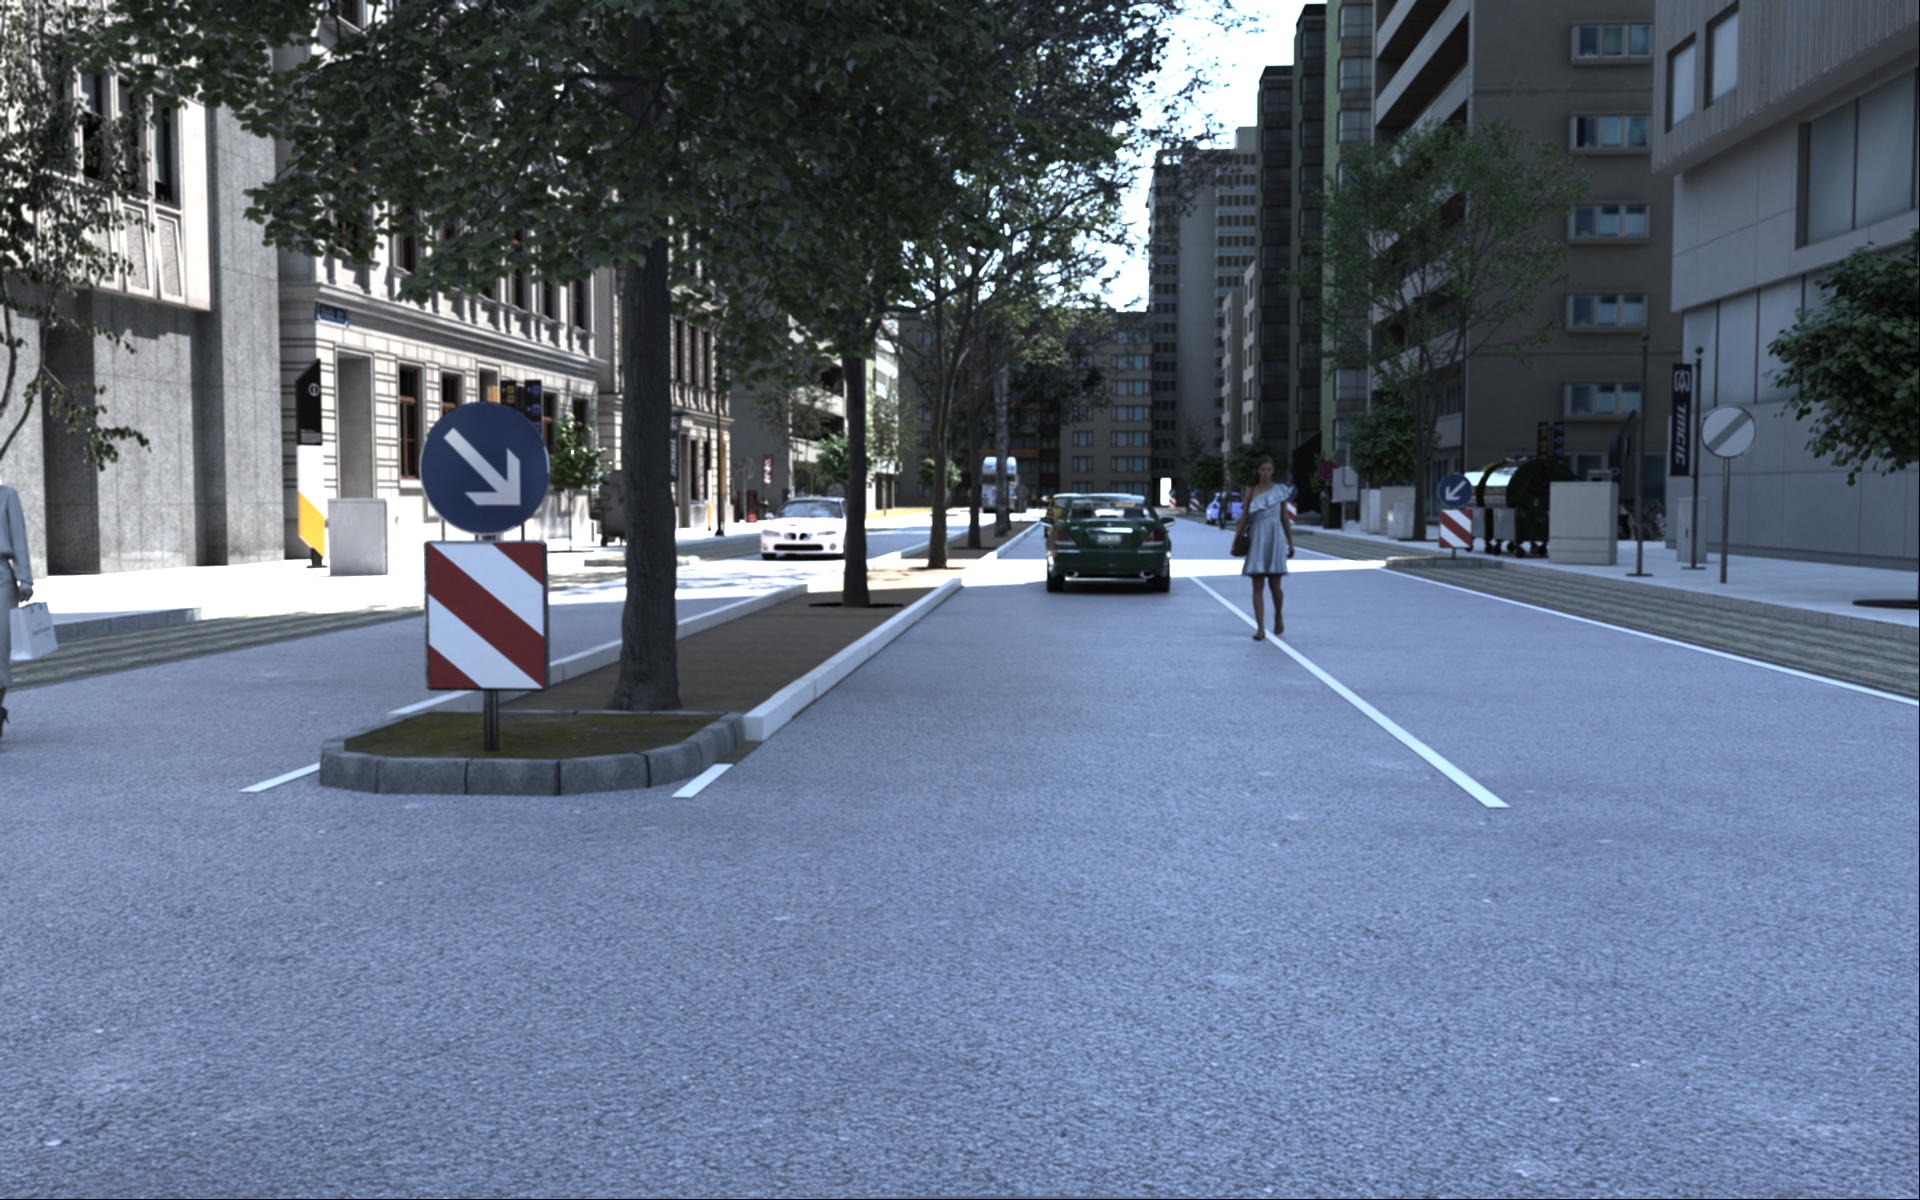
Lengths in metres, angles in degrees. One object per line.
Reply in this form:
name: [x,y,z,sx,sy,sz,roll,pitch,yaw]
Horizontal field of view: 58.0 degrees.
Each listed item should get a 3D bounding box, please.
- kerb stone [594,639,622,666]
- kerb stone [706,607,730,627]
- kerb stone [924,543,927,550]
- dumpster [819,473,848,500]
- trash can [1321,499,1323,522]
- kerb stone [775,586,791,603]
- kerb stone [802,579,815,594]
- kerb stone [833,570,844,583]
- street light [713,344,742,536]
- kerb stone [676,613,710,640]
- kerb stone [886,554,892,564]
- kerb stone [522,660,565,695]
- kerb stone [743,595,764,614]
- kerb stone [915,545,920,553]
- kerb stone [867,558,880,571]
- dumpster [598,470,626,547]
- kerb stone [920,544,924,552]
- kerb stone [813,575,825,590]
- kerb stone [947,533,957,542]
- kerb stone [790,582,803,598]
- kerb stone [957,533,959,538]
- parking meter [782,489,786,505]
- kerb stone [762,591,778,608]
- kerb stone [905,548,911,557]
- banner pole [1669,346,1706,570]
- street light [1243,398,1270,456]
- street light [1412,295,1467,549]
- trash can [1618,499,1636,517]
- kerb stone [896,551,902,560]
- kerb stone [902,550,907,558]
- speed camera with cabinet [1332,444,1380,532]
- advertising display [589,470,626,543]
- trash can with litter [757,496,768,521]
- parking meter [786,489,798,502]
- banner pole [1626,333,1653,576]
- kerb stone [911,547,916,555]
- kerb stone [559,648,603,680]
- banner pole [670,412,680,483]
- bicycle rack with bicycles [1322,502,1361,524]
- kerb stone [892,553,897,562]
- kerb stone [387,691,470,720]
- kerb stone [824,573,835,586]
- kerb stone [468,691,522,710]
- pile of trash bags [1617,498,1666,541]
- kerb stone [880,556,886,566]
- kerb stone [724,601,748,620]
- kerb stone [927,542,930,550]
kerb stone: [-2.977,0.455,14.753,0.120,0.150,1.000,0,4,4]
kerb stone: [-2.696,0.210,18.838,0.120,0.150,1.000,0,4,4]
kerb stone: [-0.988,-1.294,43.360,0.120,0.150,1.000,0,4,4]
dumpster: [-5.600,-4.670,78.843,1.502,2.255,1.985,0,4,4]
trash can: [16.427,-4.081,78.370,0.748,1.137,0.748,0,3,0]
kerb stone: [-2.411,-0.044,22.921,0.120,0.150,1.000,0,4,4]
kerb stone: [-2.261,-0.169,24.960,0.120,0.150,1.000,0,4,4]
kerb stone: [-2.049,-0.351,28.023,0.120,0.150,1.000,0,4,4]
street light: [-6.823,-4.906,52.753,1.470,5.913,1.316,0,4,4]
kerb stone: [-2.763,0.268,17.817,0.120,0.150,1.000,0,4,4]
kerb stone: [-1.556,-0.793,35.170,0.120,0.150,1.000,0,4,4]
kerb stone: [-3.123,0.581,12.698,0.120,0.150,1.000,0,4,4]
kerb stone: [-2.550,0.081,20.878,0.120,0.150,1.000,0,4,4]
kerb stone: [-1.130,-1.169,41.305,0.120,0.150,1.000,0,4,4]
kerb stone: [-1.698,-0.665,33.131,0.120,0.150,1.000,0,4,4]
dumpster: [-8.154,-2.270,42.870,1.264,1.857,1.865,0,4,4]
kerb stone: [-1.056,-1.226,42.340,0.120,0.150,1.000,0,4,4]
kerb stone: [-2.193,-0.231,25.980,0.120,0.150,1.000,0,4,4]
kerb stone: [-0.272,-1.920,53.592,0.120,0.150,1.000,0,4,4]
kerb stone: [-2.341,-0.107,23.941,0.120,0.150,1.000,0,4,4]
kerb stone: [-0.202,-1.983,54.620,0.120,0.150,1.000,0,4,4]
parking meter: [-8.210,-4.483,81.701,0.372,1.533,0.369,0,3,0]
kerb stone: [-2.478,0.018,21.900,0.120,0.150,1.000,0,4,4]
kerb stone: [-1.266,-1.043,39.256,0.120,0.150,1.000,0,4,4]
banner pole: [12.329,-2.407,29.375,0.863,3.779,0.401,-2,4,-27]
street light: [14.318,-6.785,83.471,1.470,5.913,1.316,0,4,4]
street light: [11.260,-4.164,40.618,1.470,5.913,1.316,0,4,4]
trash can: [19.384,-2.388,50.701,0.748,1.137,0.748,0,3,0]
kerb stone: [-1.411,-0.919,37.215,0.120,0.150,1.000,0,4,4]
kerb stone: [-1.341,-0.978,38.235,0.120,0.150,1.000,0,4,4]
speed camera with cabinet: [13.798,-3.971,59.266,2.038,3.252,0.660,-1,4,-15]
advertising display: [-9.302,-2.482,45.788,0.974,1.923,0.123,0,4,3]
trash can with litter: [-9.648,-4.344,82.415,1.055,1.170,0.624,0,4,-1]
parking meter: [-7.569,-4.323,79.098,0.372,1.533,0.369,0,3,0]
banner pole: [10.734,-2.277,27.246,0.401,3.779,0.863,1,4,22]
kerb stone: [-1.198,-1.106,40.285,0.120,0.150,1.000,0,4,4]
kerb stone: [-3.043,0.522,13.727,0.120,0.150,1.000,0,4,4]
banner pole: [-7.785,-3.457,46.542,0.401,3.779,0.863,-3,5,-43]
bicycle rack with bicycles: [16.772,-3.833,76.045,2.852,0.926,2.925,0,4,1]
kerb stone: [-1.483,-0.856,36.196,0.120,0.150,1.000,0,4,4]
kerb stone: [-3.261,0.707,10.641,0.120,0.150,1.000,0,4,4]
kerb stone: [-2.125,-0.294,27.000,0.120,0.150,1.000,0,4,4]
kerb stone: [-3.190,0.644,11.672,0.120,0.150,1.000,0,4,4]
pile of trash bags: [18.413,-2.386,48.766,1.912,1.369,3.447,-3,5,-41]
kerb stone: [-1.627,-0.728,34.151,0.120,0.150,1.000,0,4,4]
kerb stone: [-2.621,0.143,19.857,0.120,0.150,1.000,0,4,4]
kerb stone: [-0.904,-1.358,44.391,0.120,0.150,1.000,0,4,4]
